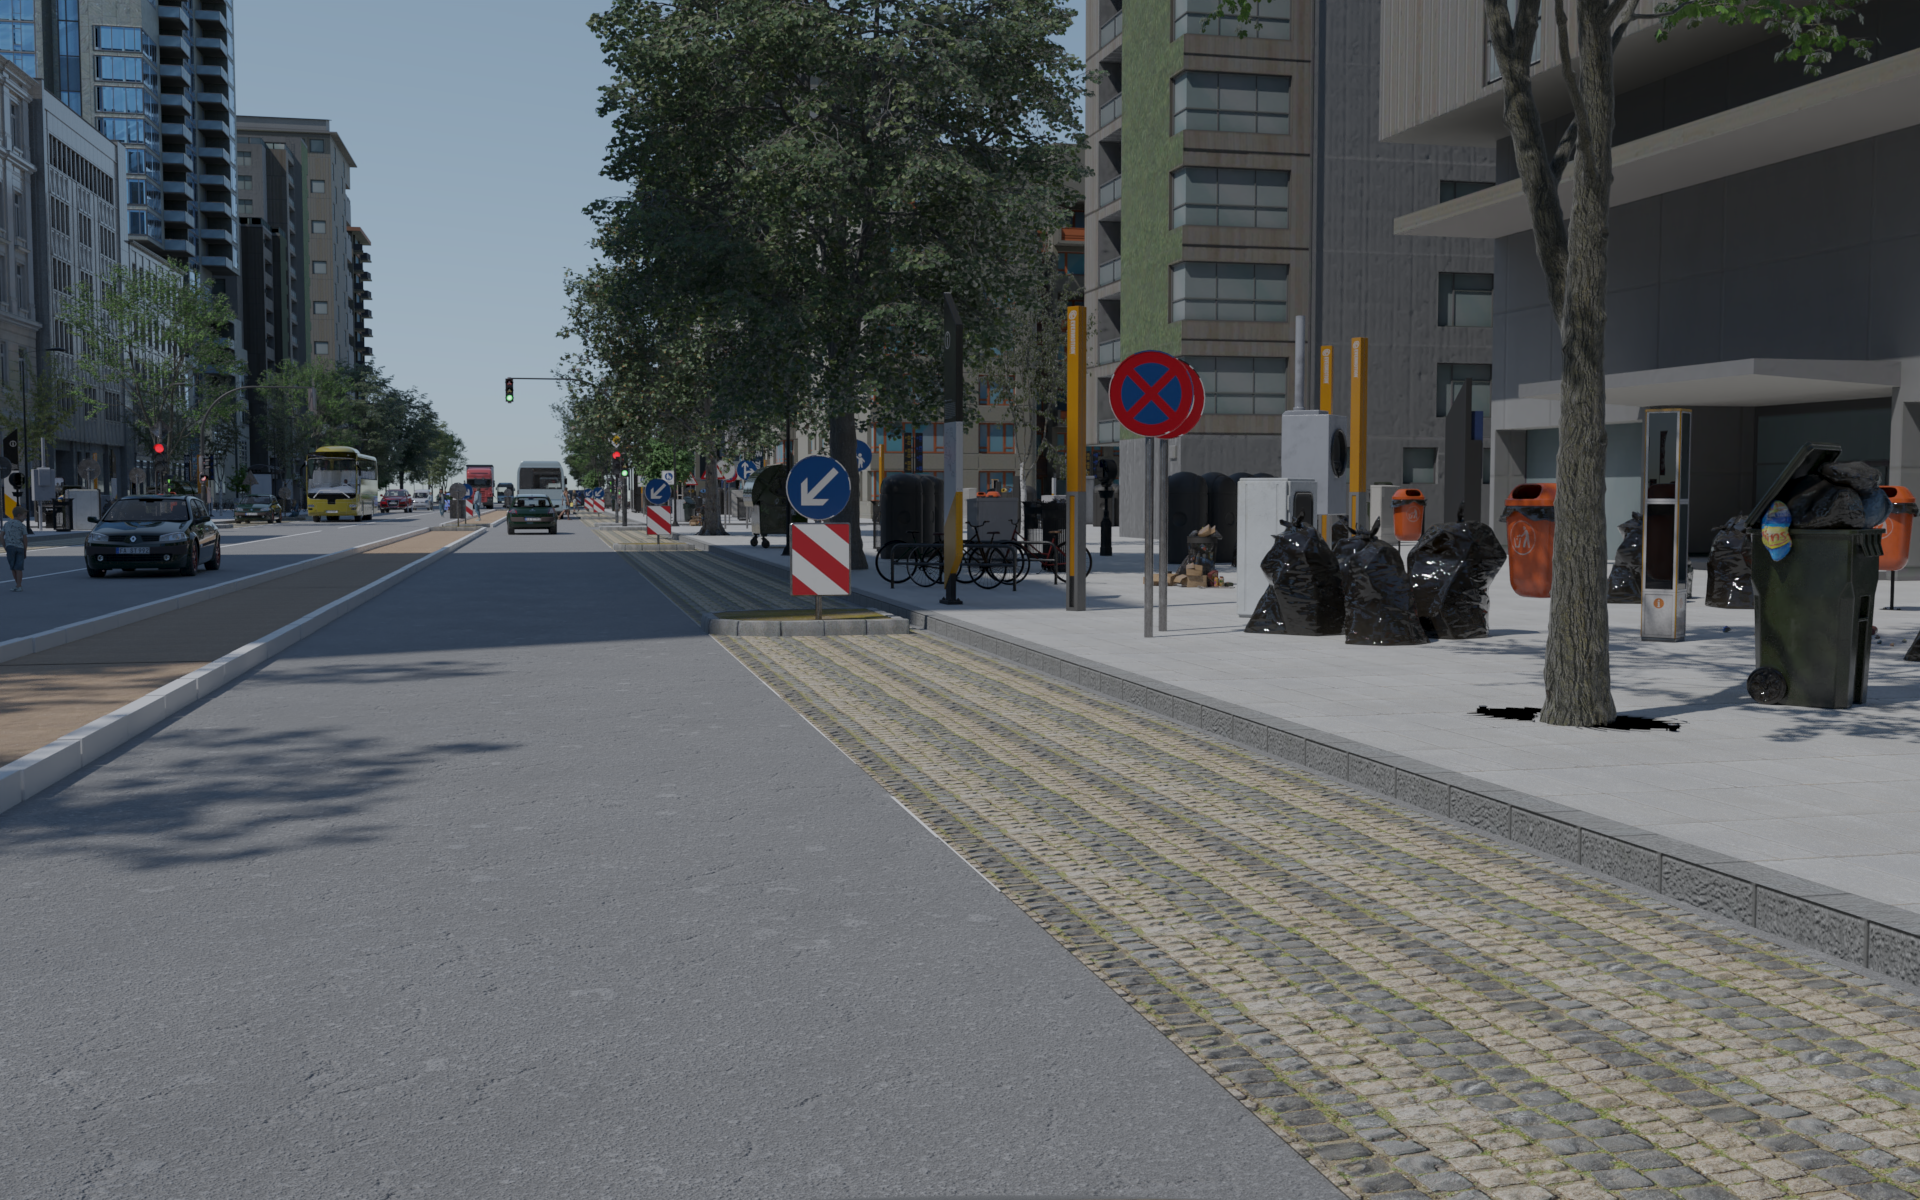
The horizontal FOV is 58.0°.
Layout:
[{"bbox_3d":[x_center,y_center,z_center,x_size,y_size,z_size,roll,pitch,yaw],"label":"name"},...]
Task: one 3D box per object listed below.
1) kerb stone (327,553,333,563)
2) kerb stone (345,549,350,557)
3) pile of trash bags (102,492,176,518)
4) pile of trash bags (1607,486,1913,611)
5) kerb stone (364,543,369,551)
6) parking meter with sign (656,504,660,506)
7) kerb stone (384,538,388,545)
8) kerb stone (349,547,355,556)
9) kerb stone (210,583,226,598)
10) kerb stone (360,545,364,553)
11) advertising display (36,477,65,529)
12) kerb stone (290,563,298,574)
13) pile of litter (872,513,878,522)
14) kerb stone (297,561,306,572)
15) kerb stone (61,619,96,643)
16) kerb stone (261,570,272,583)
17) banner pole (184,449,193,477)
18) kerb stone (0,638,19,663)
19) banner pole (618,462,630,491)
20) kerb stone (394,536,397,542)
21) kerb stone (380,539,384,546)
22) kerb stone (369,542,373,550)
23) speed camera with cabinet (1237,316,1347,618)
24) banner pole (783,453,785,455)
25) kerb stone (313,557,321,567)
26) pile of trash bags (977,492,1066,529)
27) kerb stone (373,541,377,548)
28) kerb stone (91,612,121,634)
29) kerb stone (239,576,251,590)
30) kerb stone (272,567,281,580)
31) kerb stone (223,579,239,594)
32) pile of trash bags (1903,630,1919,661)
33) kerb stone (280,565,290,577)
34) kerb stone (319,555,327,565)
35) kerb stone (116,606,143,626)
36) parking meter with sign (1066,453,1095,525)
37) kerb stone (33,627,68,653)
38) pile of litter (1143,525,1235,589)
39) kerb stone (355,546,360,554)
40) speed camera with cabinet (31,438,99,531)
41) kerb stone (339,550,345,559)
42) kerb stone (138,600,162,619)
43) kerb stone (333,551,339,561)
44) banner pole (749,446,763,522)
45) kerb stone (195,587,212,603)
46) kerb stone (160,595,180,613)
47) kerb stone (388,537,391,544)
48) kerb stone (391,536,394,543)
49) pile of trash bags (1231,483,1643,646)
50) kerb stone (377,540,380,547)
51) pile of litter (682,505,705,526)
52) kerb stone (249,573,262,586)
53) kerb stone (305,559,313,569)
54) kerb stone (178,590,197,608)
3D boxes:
[{"bbox_3d":[-13.177,-0.840,35.926,0.120,0.150,1.000,-1,4,-13],"label":"kerb stone"},{"bbox_3d":[-13.891,-1.020,38.922,0.120,0.150,1.000,-1,4,-13],"label":"kerb stone"},{"bbox_3d":[-40.456,-4.632,85.482,3.447,1.369,1.912,-2,4,-29],"label":"pile of trash bags"},{"bbox_3d":[9.154,-0.624,19.948,1.912,1.369,3.447,-3,5,-44],"label":"pile of trash bags"},{"bbox_3d":[-14.831,-1.267,42.915,0.120,0.150,1.000,-1,4,-13],"label":"kerb stone"},{"bbox_3d":[-17.548,-6.440,101.553,0.543,3.016,1.738,0,4,3],"label":"parking meter with sign"},{"bbox_3d":[-16.012,-1.572,47.900,0.120,0.150,1.000,-1,4,-13],"label":"kerb stone"},{"bbox_3d":[-14.126,-1.084,39.917,0.120,0.150,1.000,-1,4,-13],"label":"kerb stone"},{"bbox_3d":[-10.350,-0.103,23.963,0.120,0.150,1.000,-1,4,-13],"label":"kerb stone"},{"bbox_3d":[-14.598,-1.206,41.919,0.120,0.150,1.000,-1,4,-13],"label":"kerb stone"},{"bbox_3d":[-33.847,-3.623,64.453,0.974,1.923,0.123,-2,4,-35],"label":"advertising display"},{"bbox_3d":[-12.000,-0.535,30.937,0.120,0.150,1.000,-1,4,-13],"label":"kerb stone"},{"bbox_3d":[-3.351,-3.992,79.233,1.176,0.858,1.719,3,5,44],"label":"pile of litter"},{"bbox_3d":[-12.242,-0.588,31.931,0.120,0.150,1.000,-1,4,-13],"label":"kerb stone"},{"bbox_3d":[-8.695,0.318,16.990,0.120,0.150,1.000,-1,4,-13],"label":"kerb stone"},{"bbox_3d":[-11.291,-0.349,27.953,0.120,0.150,1.000,-1,4,-13],"label":"kerb stone"},{"bbox_3d":[-42.900,-6.508,96.422,0.863,3.779,0.401,2,4,26],"label":"banner pole"},{"bbox_3d":[-8.241,0.440,14.997,0.120,0.150,1.000,-1,4,-13],"label":"kerb stone"},{"bbox_3d":[-22.789,-7.759,116.881,0.863,3.779,0.401,-1,4,-14],"label":"banner pole"},{"bbox_3d":[-16.731,-1.755,50.917,0.120,0.150,1.000,-1,4,-13],"label":"kerb stone"},{"bbox_3d":[-15.779,-1.510,46.905,0.120,0.150,1.000,-1,4,-13],"label":"kerb stone"},{"bbox_3d":[-15.073,-1.328,43.908,0.120,0.150,1.000,-1,4,-13],"label":"kerb stone"},{"bbox_3d":[3.605,-1.486,18.626,0.660,3.252,2.038,2,4,29],"label":"speed camera with cabinet"},{"bbox_3d":[-10.409,-6.994,104.372,0.863,3.779,0.401,2,4,34],"label":"banner pole"},{"bbox_3d":[-12.706,-0.718,33.931,0.120,0.150,1.000,-1,4,-13],"label":"kerb stone"},{"bbox_3d":[2.450,-3.321,64.050,3.447,1.369,1.912,2,4,30],"label":"pile of trash bags"},{"bbox_3d":[-15.309,-1.389,44.910,0.120,0.150,1.000,-1,4,-13],"label":"kerb stone"},{"bbox_3d":[-8.932,0.260,17.985,0.120,0.150,1.000,-1,4,-13],"label":"kerb stone"},{"bbox_3d":[-10.810,-0.230,25.955,0.120,0.150,1.000,-1,4,-13],"label":"kerb stone"},{"bbox_3d":[-11.529,-0.413,28.947,0.120,0.150,1.000,-1,4,-13],"label":"kerb stone"},{"bbox_3d":[-10.581,-0.169,24.959,0.120,0.150,1.000,-1,4,-13],"label":"kerb stone"},{"bbox_3d":[8.415,-0.146,12.139,1.912,1.369,3.447,-1,4,-10],"label":"pile of trash bags"},{"bbox_3d":[-11.760,-0.474,29.943,0.120,0.150,1.000,-1,4,-13],"label":"kerb stone"},{"bbox_3d":[-12.940,-0.776,34.926,0.120,0.150,1.000,-1,4,-13],"label":"kerb stone"},{"bbox_3d":[-9.168,0.197,18.980,0.120,0.150,1.000,-1,4,-13],"label":"kerb stone"},{"bbox_3d":[5.316,-4.681,72.788,1.738,3.016,0.543,0,4,1],"label":"parking meter with sign"},{"bbox_3d":[-8.462,0.384,15.995,0.120,0.150,1.000,-1,4,-13],"label":"kerb stone"},{"bbox_3d":[3.196,-0.626,24.202,1.176,0.858,1.719,-1,4,-8],"label":"pile of litter"},{"bbox_3d":[-14.358,-1.145,40.917,0.120,0.150,1.000,-1,4,-13],"label":"kerb stone"},{"bbox_3d":[-31.700,-4.098,61.344,2.038,3.252,0.660,-3,4,-36],"label":"speed camera with cabinet"},{"bbox_3d":[-13.650,-0.961,37.916,0.120,0.150,1.000,-1,4,-13],"label":"kerb stone"},{"bbox_3d":[-9.405,0.136,19.974,0.120,0.150,1.000,-1,4,-13],"label":"kerb stone"},{"bbox_3d":[-13.413,-0.899,36.921,0.120,0.150,1.000,-1,4,-13],"label":"kerb stone"},{"bbox_3d":[-9.348,-5.430,78.794,0.863,3.779,0.401,-1,4,-8],"label":"banner pole"},{"bbox_3d":[-10.116,-0.047,22.966,0.120,0.150,1.000,-1,4,-13],"label":"kerb stone"},{"bbox_3d":[-9.644,0.077,20.968,0.120,0.150,1.000,-1,4,-13],"label":"kerb stone"},{"bbox_3d":[-16.245,-1.632,48.900,0.120,0.150,1.000,-1,4,-13],"label":"kerb stone"},{"bbox_3d":[-16.484,-1.695,49.917,0.120,0.150,1.000,-1,4,-13],"label":"kerb stone"},{"bbox_3d":[4.064,-0.334,15.210,1.912,1.369,3.447,-2,4,-26],"label":"pile of trash bags"},{"bbox_3d":[-15.546,-1.448,45.907,0.120,0.150,1.000,-1,4,-13],"label":"kerb stone"},{"bbox_3d":[-10.356,-3.396,69.487,1.719,0.858,1.176,-1,4,-19],"label":"pile of litter"},{"bbox_3d":[-11.053,-0.291,26.959,0.120,0.150,1.000,-1,4,-13],"label":"kerb stone"},{"bbox_3d":[-12.473,-0.656,32.927,0.120,0.150,1.000,-1,4,-13],"label":"kerb stone"},{"bbox_3d":[-9.872,0.014,21.965,0.120,0.150,1.000,-1,4,-13],"label":"kerb stone"}]
